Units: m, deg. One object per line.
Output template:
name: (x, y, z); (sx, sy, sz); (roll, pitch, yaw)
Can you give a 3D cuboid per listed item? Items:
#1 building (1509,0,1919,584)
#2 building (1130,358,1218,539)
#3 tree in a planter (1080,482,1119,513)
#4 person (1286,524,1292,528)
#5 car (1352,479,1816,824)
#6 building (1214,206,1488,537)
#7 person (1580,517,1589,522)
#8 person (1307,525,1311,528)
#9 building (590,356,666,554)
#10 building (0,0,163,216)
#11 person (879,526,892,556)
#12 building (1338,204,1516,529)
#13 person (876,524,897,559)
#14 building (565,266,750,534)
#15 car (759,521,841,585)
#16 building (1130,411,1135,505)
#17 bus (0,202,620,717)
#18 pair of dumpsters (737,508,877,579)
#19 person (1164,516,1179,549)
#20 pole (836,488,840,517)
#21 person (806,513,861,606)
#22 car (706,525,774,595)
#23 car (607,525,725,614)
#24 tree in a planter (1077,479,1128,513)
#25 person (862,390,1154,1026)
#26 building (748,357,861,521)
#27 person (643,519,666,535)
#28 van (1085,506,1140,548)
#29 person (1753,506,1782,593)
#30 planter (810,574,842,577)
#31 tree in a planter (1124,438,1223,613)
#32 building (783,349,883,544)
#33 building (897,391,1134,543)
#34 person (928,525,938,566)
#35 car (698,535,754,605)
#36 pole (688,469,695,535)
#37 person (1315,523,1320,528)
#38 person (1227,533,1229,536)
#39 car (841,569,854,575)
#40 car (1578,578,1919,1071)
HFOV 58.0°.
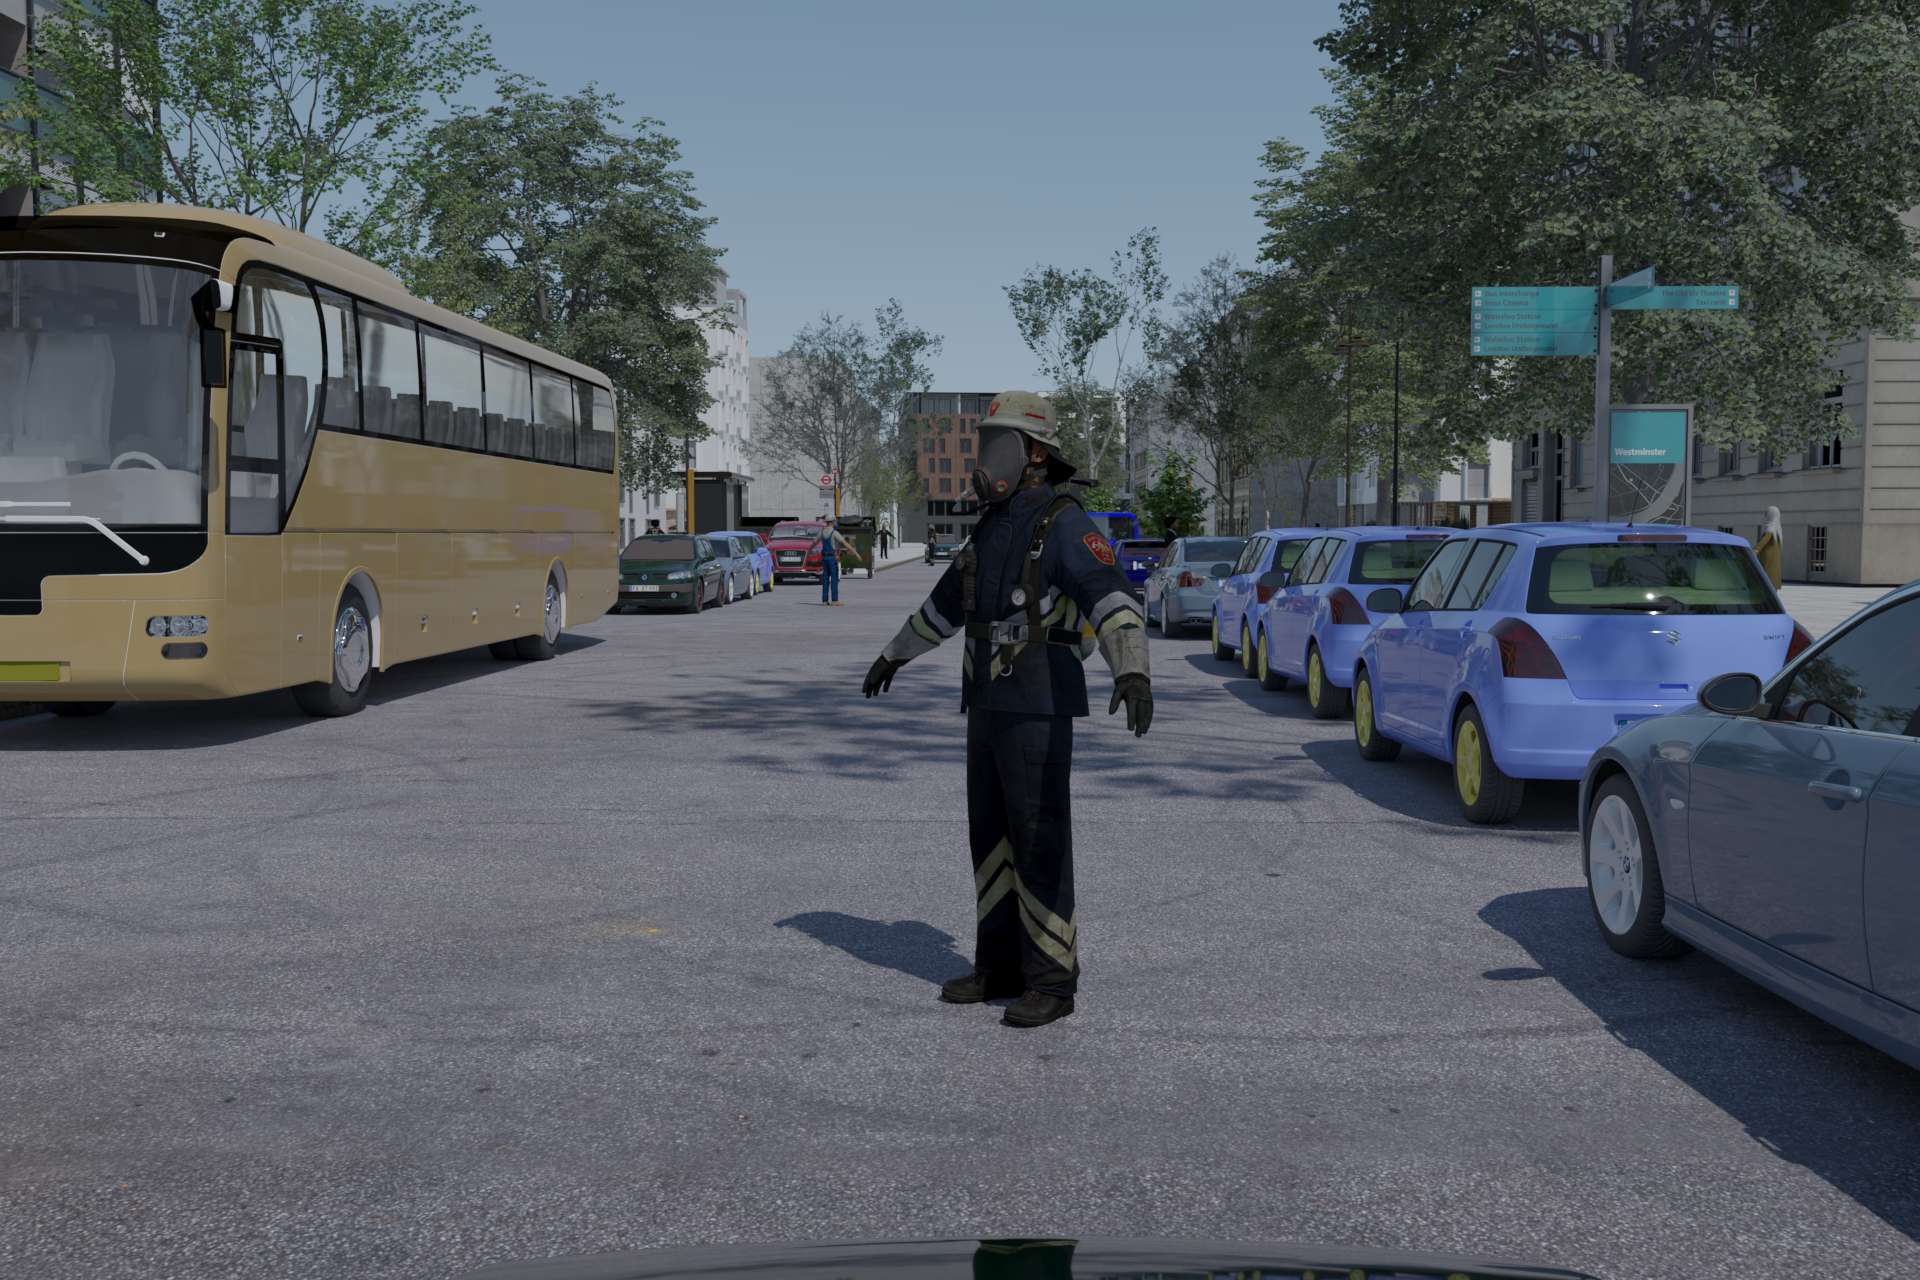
building: (28.986, -13.606, 54.487); (16.112, 23.069, 30.059); (0, 4, 1)
building: (29.937, -22.472, 198.338); (19.493, 23.208, 18.063); (0, 4, 1)
tree in a planter: (4.608, -3.811, 59.525); (1.991, 3.239, 1.994); (0, 4, 1)
person: (18.522, -5.614, 97.560); (0.705, 1.858, 1.354); (3, 5, 40)
car: (3.366, -0.016, 9.858); (1.945, 1.707, 3.694); (0, 4, 1)
building: (27.999, -17.615, 118.929); (19.493, 23.208, 18.063); (0, 4, 1)
person: (17.666, -2.595, 48.885); (1.216, 1.778, 0.721); (3, 5, 43)
person: (19.979, -5.700, 99.326); (0.704, 1.817, 1.347); (-1, 4, -17)
building: (-20.572, -9.366, 95.283); (9.099, 9.664, 28.070); (0, 4, 2)
building: (-29.292, -12.973, 18.681); (21.656, 26.213, 47.522); (0, 4, 2)
person: (-4.492, -5.811, 100.984); (1.349, 1.833, 0.705); (2, 4, 29)
building: (27.272, -14.899, 100.013); (16.016, 20.090, 11.380); (0, 4, 2)
person: (-3.912, -5.085, 89.364); (1.346, 1.802, 0.704); (-1, 4, -15)
building: (-21.965, -16.349, 123.730); (16.016, 20.090, 11.380); (0, 4, 2)
car: (-4.617, -2.542, 50.243); (2.281, 1.827, 5.304); (0, 4, 1)
building: (31.765, -22.044, 226.871); (16.747, 18.905, 31.486); (0, 4, 2)
bus: (-5.891, -1.547, 16.835); (2.896, 3.916, 12.252); (0, 4, 1)
pair of dumpsters: (-4.903, -3.093, 55.514); (4.436, 2.255, 1.574); (0, 4, 2)
person: (3.663, -1.230, 29.281); (0.721, 1.740, 1.216); (0, 4, 2)
pole: (-5.423, -5.085, 76.988); (0.158, 3.312, 0.155); (0, 3, 0)
person: (-2.570, -1.608, 34.605); (1.347, 1.847, 0.705); (2, 4, 33)
car: (-5.515, -1.955, 41.559); (1.945, 1.707, 3.694); (0, 4, 2)
car: (-5.502, -1.384, 32.412); (2.009, 1.686, 4.222); (0, 4, 1)
tree in a planter: (4.550, -3.590, 55.913); (1.991, 3.239, 1.994); (0, 4, 1)
person: (0.159, 0.187, 5.185); (0.705, 1.856, 1.354); (-2, 4, -35)
building: (-20.382, -19.740, 189.214); (16.747, 18.905, 31.486); (0, 4, 1)
person: (-11.130, -3.490, 63.207); (1.345, 1.843, 0.704); (-1, 4, -13)
van: (4.241, -2.871, 51.330); (2.240, 2.365, 5.245); (0, 4, 2)
person: (13.286, -1.334, 28.591); (0.721, 1.736, 1.217); (3, 4, 38)
planter: (-5.043, -2.291, 58.599); (1.991, 0.319, 1.994); (0, 4, 1)
tree in a planter: (3.952, -2.145, 32.294); (1.991, 3.239, 1.994); (0, 4, 1)
building: (-19.702, -23.442, 214.198); (19.493, 23.208, 18.063); (0, 4, 1)
building: (7.598, -25.228, 258.903); (32.646, 21.610, 27.936); (0, 4, -5)
person: (-1.296, -4.227, 77.355); (0.705, 1.856, 1.354); (0, 4, -1)
car: (-5.467, -1.516, 36.781); (2.014, 1.417, 4.499); (0, 4, 2)
pole: (-8.430, -3.702, 54.375); (0.158, 3.312, 0.155); (0, 3, 0)
person: (17.029, -4.680, 82.709); (0.705, 1.806, 1.347); (3, 4, 37)
person: (14.385, -5.271, 92.314); (0.704, 1.812, 1.346); (-1, 4, -11)
car: (-4.748, -3.151, 61.747); (2.015, 1.641, 3.980); (0, 4, 1)
car: (3.084, 0.466, 4.389); (2.014, 1.417, 4.499); (0, 3, 0)
